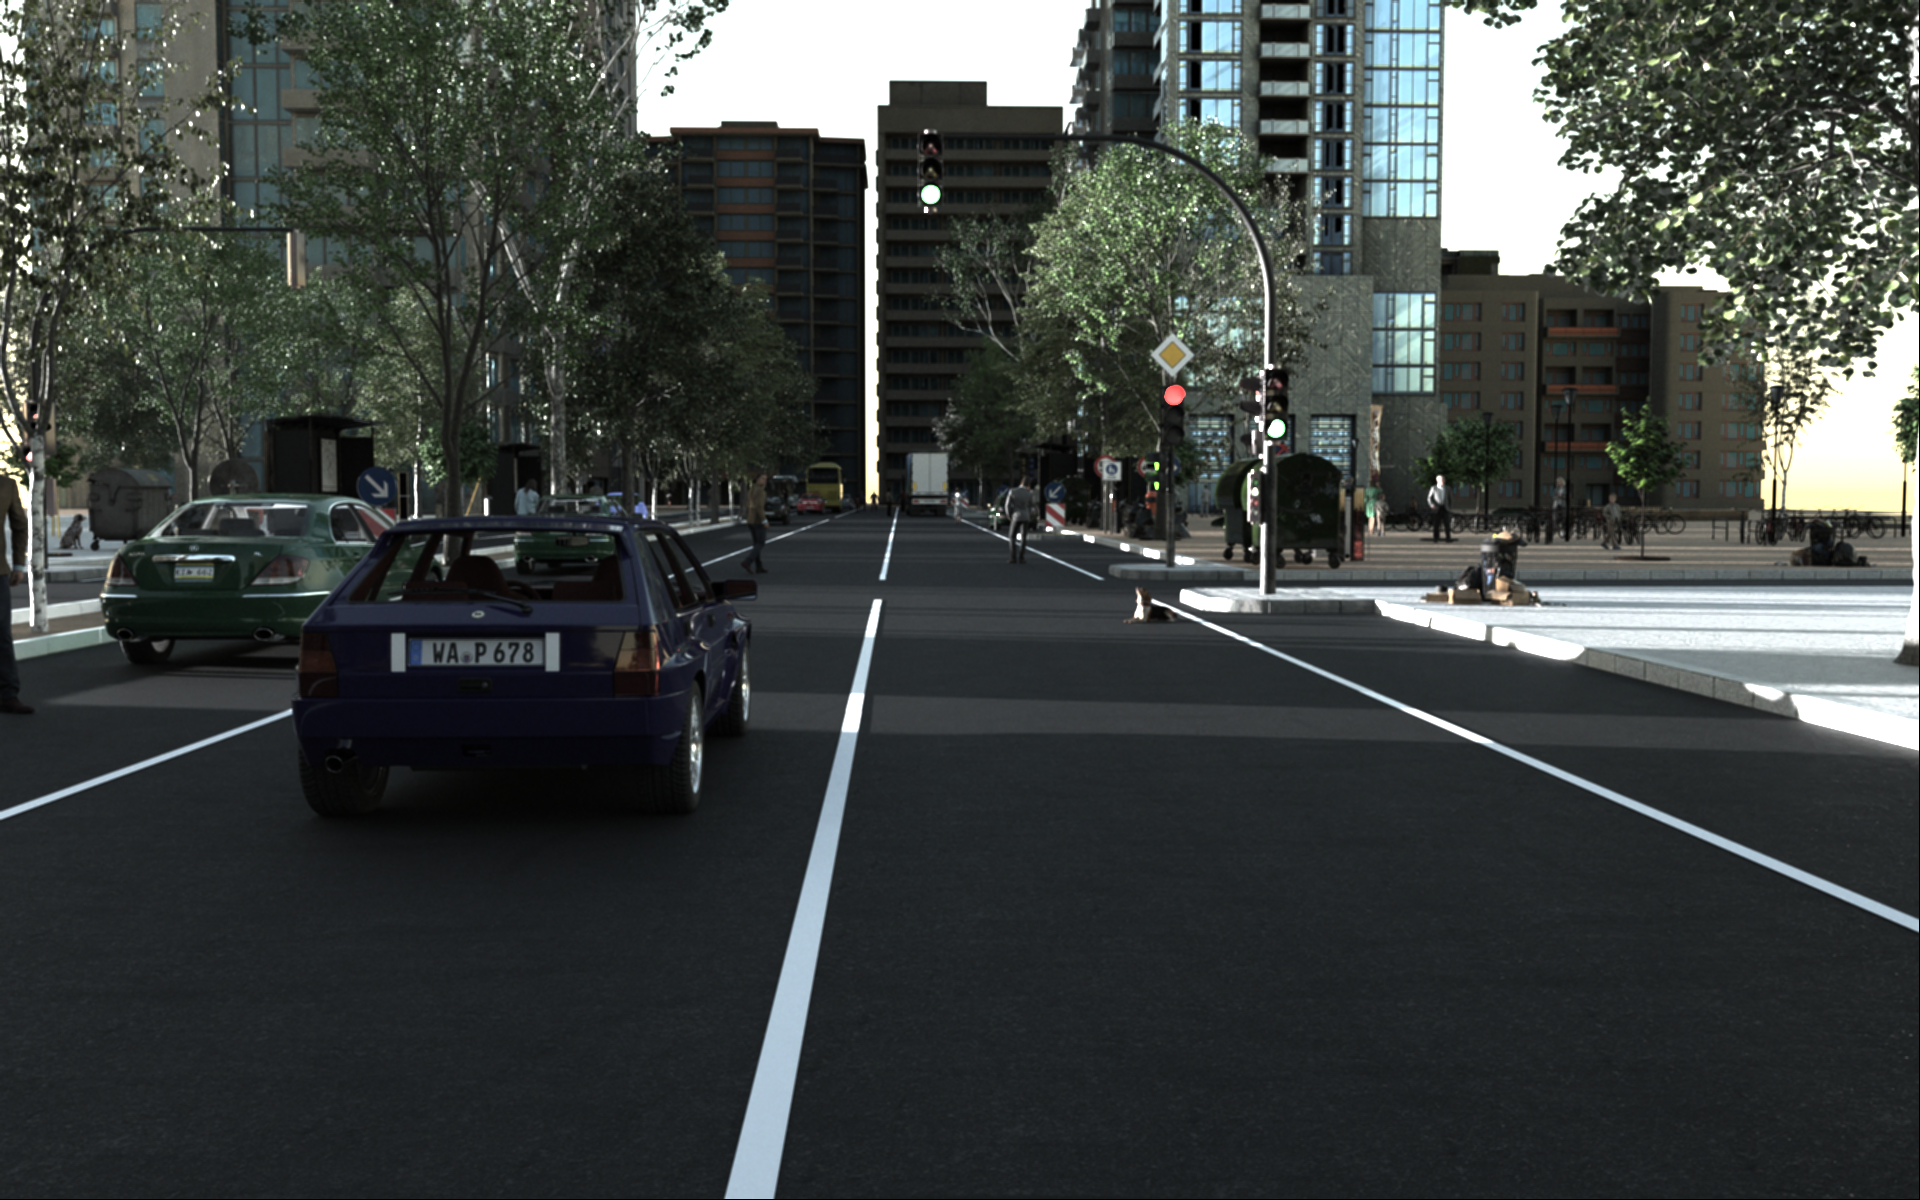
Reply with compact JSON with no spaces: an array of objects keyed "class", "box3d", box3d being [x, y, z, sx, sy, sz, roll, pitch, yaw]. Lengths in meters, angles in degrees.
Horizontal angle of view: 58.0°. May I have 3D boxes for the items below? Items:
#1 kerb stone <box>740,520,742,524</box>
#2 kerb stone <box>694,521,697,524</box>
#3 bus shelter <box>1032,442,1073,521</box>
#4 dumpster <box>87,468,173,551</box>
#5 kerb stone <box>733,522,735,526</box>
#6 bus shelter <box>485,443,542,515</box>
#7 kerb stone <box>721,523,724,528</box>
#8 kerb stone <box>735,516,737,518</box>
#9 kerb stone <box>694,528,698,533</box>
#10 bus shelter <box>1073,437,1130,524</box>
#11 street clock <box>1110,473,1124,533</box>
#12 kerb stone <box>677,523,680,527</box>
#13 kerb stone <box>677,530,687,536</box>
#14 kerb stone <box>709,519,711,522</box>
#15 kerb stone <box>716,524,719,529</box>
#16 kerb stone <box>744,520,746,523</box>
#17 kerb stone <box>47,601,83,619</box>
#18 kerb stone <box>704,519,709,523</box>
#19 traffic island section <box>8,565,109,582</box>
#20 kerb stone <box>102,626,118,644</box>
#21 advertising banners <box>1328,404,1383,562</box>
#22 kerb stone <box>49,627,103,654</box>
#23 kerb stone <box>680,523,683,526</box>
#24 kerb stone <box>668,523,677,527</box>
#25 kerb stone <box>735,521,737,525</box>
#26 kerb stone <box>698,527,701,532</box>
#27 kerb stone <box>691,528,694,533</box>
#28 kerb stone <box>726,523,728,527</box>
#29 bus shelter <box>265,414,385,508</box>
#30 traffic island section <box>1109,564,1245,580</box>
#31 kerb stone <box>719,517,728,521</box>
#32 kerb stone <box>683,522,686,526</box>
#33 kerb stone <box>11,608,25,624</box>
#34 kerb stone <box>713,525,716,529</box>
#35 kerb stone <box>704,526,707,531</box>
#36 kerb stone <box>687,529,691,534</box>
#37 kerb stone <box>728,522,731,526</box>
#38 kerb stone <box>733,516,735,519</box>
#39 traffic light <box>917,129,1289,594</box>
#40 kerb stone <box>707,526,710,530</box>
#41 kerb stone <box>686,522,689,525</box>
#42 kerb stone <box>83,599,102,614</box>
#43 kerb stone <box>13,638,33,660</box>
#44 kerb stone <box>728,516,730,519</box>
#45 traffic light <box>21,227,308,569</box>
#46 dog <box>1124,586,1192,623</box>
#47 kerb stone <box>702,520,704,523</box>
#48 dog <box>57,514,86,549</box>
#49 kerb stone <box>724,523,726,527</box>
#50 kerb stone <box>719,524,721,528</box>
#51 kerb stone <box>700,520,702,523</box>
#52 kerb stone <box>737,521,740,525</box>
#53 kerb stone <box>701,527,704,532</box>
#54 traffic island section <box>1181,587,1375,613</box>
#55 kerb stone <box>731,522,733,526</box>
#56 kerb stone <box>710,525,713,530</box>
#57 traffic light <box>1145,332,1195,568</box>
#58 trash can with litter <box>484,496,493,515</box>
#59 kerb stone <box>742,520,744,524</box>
[{"class":"kerb stone","box3d":[-10.441,-3.604,81.117,0.120,0.150,1.000,0,4,-2]},{"class":"kerb stone","box3d":[-12.547,-3.598,81.024,0.120,0.150,1.000,0,4,-2]},{"class":"bus shelter","box3d":[4.485,-5.525,81.613,1.731,3.624,6.357,0,4,-2]},{"class":"dumpster","box3d":[-19.091,-2.083,39.819,1.264,1.857,1.865,0,4,-2]},{"class":"kerb stone","box3d":[-10.349,-3.416,78.043,0.120,0.150,1.000,0,4,-2]},{"class":"bus shelter","box3d":[-21.045,-5.574,82.415,1.731,3.624,6.357,0,4,-2]},{"class":"kerb stone","box3d":[-10.165,-3.102,72.923,0.120,0.150,1.000,0,4,-2]},{"class":"kerb stone","box3d":[-13.217,-4.789,100.489,0.120,0.150,1.000,0,4,-2]},{"class":"kerb stone","box3d":[-9.849,-2.539,63.708,0.120,0.150,1.000,0,4,-2]},{"class":"bus shelter","box3d":[6.164,-5.106,74.770,1.731,3.624,6.357,0,4,-2]},{"class":"street clock","box3d":[5.112,-3.173,56.446,0.471,2.002,0.358,-3,5,-41]},{"class":"kerb stone","box3d":[-12.338,-3.222,74.869,0.120,0.150,1.000,0,4,-2]},{"class":"kerb stone","box3d":[-9.751,-2.348,60.609,0.120,0.150,1.000,0,4,-2]},{"class":"kerb stone","box3d":[-12.759,-3.971,87.183,0.120,0.150,1.000,0,4,-2]},{"class":"kerb stone","box3d":[-10.098,-2.978,70.879,0.120,0.150,1.000,0,4,-2]},{"class":"kerb stone","box3d":[-10.522,-3.729,83.163,0.120,0.150,1.000,0,4,-2]},{"class":"kerb stone","box3d":[-10.462,0.133,20.021,0.120,0.150,1.000,0,4,-2]},{"class":"kerb stone","box3d":[-12.732,-3.910,86.151,0.120,0.150,1.000,0,4,-2]},{"class":"traffic island section","box3d":[-15.729,-0.449,29.625,2.009,0.180,2.903,0,4,-2]},{"class":"kerb stone","box3d":[-8.265,0.319,17.005,0.120,0.150,1.000,0,4,-2]},{"class":"advertising banners","box3d":[7.611,-2.262,33.175,0.090,3.025,2.074,3,5,40]},{"class":"kerb stone","box3d":[-8.228,0.380,15.984,0.120,0.150,1.000,0,4,-2]},{"class":"kerb stone","box3d":[-12.377,-3.281,75.898,0.120,0.150,1.000,0,4,-2]},{"class":"kerb stone","box3d":[-12.307,-3.159,73.843,0.120,0.150,1.000,0,4,-2]},{"class":"kerb stone","box3d":[-10.386,-3.478,79.065,0.120,0.150,1.000,0,4,-2]},{"class":"kerb stone","box3d":[-9.897,-2.602,64.732,0.120,0.150,1.000,0,4,-2]},{"class":"kerb stone","box3d":[-9.826,-2.469,62.677,0.120,0.150,1.000,0,4,-2]},{"class":"kerb stone","box3d":[-10.246,-3.228,74.978,0.120,0.150,1.000,0,4,-2]},{"class":"bus shelter","box3d":[-19.557,-3.814,53.650,1.731,3.624,6.357,0,4,-2]},{"class":"traffic island section","box3d":[3.701,-0.489,30.283,2.009,0.180,2.903,0,4,-2]},{"class":"kerb stone","box3d":[-13.042,-4.472,95.368,0.120,0.150,1.000,0,4,-2]},{"class":"kerb stone","box3d":[-12.406,-3.347,76.920,0.120,0.150,1.000,0,4,-2]},{"class":"kerb stone","box3d":[-10.427,0.195,19.000,0.120,0.150,1.000,0,4,-2]},{"class":"kerb stone","box3d":[-10.062,-2.915,69.857,0.120,0.150,1.000,0,4,-2]},{"class":"kerb stone","box3d":[-9.964,-2.726,66.791,0.120,0.150,1.000,0,4,-2]},{"class":"kerb stone","box3d":[-9.782,-2.405,61.637,0.120,0.150,1.000,0,4,-2]},{"class":"kerb stone","box3d":[-10.280,-3.291,76.000,0.120,0.150,1.000,0,4,-2]},{"class":"kerb stone","box3d":[-13.191,-4.726,99.467,0.120,0.150,1.000,0,4,-2]},{"class":"traffic light","box3d":[1.847,-2.893,21.974,4.771,5.953,1.251,0,4,-2]},{"class":"kerb stone","box3d":[-9.995,-2.790,67.813,0.120,0.150,1.000,0,4,-2]},{"class":"kerb stone","box3d":[-12.442,-3.410,77.945,0.120,0.150,1.000,0,4,-2]},{"class":"kerb stone","box3d":[-10.500,0.073,21.043,0.120,0.150,1.000,0,4,-2]},{"class":"kerb stone","box3d":[-8.188,0.442,14.963,0.120,0.150,1.000,0,4,-2]},{"class":"kerb stone","box3d":[-13.076,-4.536,96.393,0.120,0.150,1.000,0,4,-2]},{"class":"traffic light","box3d":[-13.601,-3.360,29.598,4.771,5.953,1.251,0,4,-2]},{"class":"dog","box3d":[2.227,0.048,19.408,0.748,0.427,0.550,1,4,11]},{"class":"kerb stone","box3d":[-12.654,-3.786,84.101,0.120,0.150,1.000,0,4,-2]},{"class":"dog","box3d":[-20.873,-1.594,40.444,0.800,0.831,0.513,-1,4,-22]},{"class":"kerb stone","box3d":[-10.208,-3.161,73.950,0.120,0.150,1.000,0,4,-2]},{"class":"kerb stone","box3d":[-10.138,-3.040,71.901,0.120,0.150,1.000,0,4,-2]},{"class":"kerb stone","box3d":[-12.621,-3.724,83.078,0.120,0.150,1.000,0,4,-2]},{"class":"kerb stone","box3d":[-10.419,-3.539,80.090,0.120,0.150,1.000,0,4,-2]},{"class":"kerb stone","box3d":[-9.925,-2.665,65.762,0.120,0.150,1.000,0,4,-2]},{"class":"traffic island section","box3d":[3.975,-0.001,22.302,2.009,0.180,2.903,0,4,-2]},{"class":"kerb stone","box3d":[-10.308,-3.353,77.022,0.120,0.150,1.000,0,4,-2]},{"class":"kerb stone","box3d":[-10.036,-2.846,68.836,0.120,0.150,1.000,0,4,-2]},{"class":"traffic light","box3d":[3.661,-2.523,30.167,0.839,4.253,0.868,0,4,-2]},{"class":"trash can with litter","box3d":[-20.355,-3.865,74.250,2.233,1.210,1.678,3,4,37]},{"class":"kerb stone","box3d":[-10.493,-3.658,82.141,0.120,0.150,1.000,0,4,-2]}]
